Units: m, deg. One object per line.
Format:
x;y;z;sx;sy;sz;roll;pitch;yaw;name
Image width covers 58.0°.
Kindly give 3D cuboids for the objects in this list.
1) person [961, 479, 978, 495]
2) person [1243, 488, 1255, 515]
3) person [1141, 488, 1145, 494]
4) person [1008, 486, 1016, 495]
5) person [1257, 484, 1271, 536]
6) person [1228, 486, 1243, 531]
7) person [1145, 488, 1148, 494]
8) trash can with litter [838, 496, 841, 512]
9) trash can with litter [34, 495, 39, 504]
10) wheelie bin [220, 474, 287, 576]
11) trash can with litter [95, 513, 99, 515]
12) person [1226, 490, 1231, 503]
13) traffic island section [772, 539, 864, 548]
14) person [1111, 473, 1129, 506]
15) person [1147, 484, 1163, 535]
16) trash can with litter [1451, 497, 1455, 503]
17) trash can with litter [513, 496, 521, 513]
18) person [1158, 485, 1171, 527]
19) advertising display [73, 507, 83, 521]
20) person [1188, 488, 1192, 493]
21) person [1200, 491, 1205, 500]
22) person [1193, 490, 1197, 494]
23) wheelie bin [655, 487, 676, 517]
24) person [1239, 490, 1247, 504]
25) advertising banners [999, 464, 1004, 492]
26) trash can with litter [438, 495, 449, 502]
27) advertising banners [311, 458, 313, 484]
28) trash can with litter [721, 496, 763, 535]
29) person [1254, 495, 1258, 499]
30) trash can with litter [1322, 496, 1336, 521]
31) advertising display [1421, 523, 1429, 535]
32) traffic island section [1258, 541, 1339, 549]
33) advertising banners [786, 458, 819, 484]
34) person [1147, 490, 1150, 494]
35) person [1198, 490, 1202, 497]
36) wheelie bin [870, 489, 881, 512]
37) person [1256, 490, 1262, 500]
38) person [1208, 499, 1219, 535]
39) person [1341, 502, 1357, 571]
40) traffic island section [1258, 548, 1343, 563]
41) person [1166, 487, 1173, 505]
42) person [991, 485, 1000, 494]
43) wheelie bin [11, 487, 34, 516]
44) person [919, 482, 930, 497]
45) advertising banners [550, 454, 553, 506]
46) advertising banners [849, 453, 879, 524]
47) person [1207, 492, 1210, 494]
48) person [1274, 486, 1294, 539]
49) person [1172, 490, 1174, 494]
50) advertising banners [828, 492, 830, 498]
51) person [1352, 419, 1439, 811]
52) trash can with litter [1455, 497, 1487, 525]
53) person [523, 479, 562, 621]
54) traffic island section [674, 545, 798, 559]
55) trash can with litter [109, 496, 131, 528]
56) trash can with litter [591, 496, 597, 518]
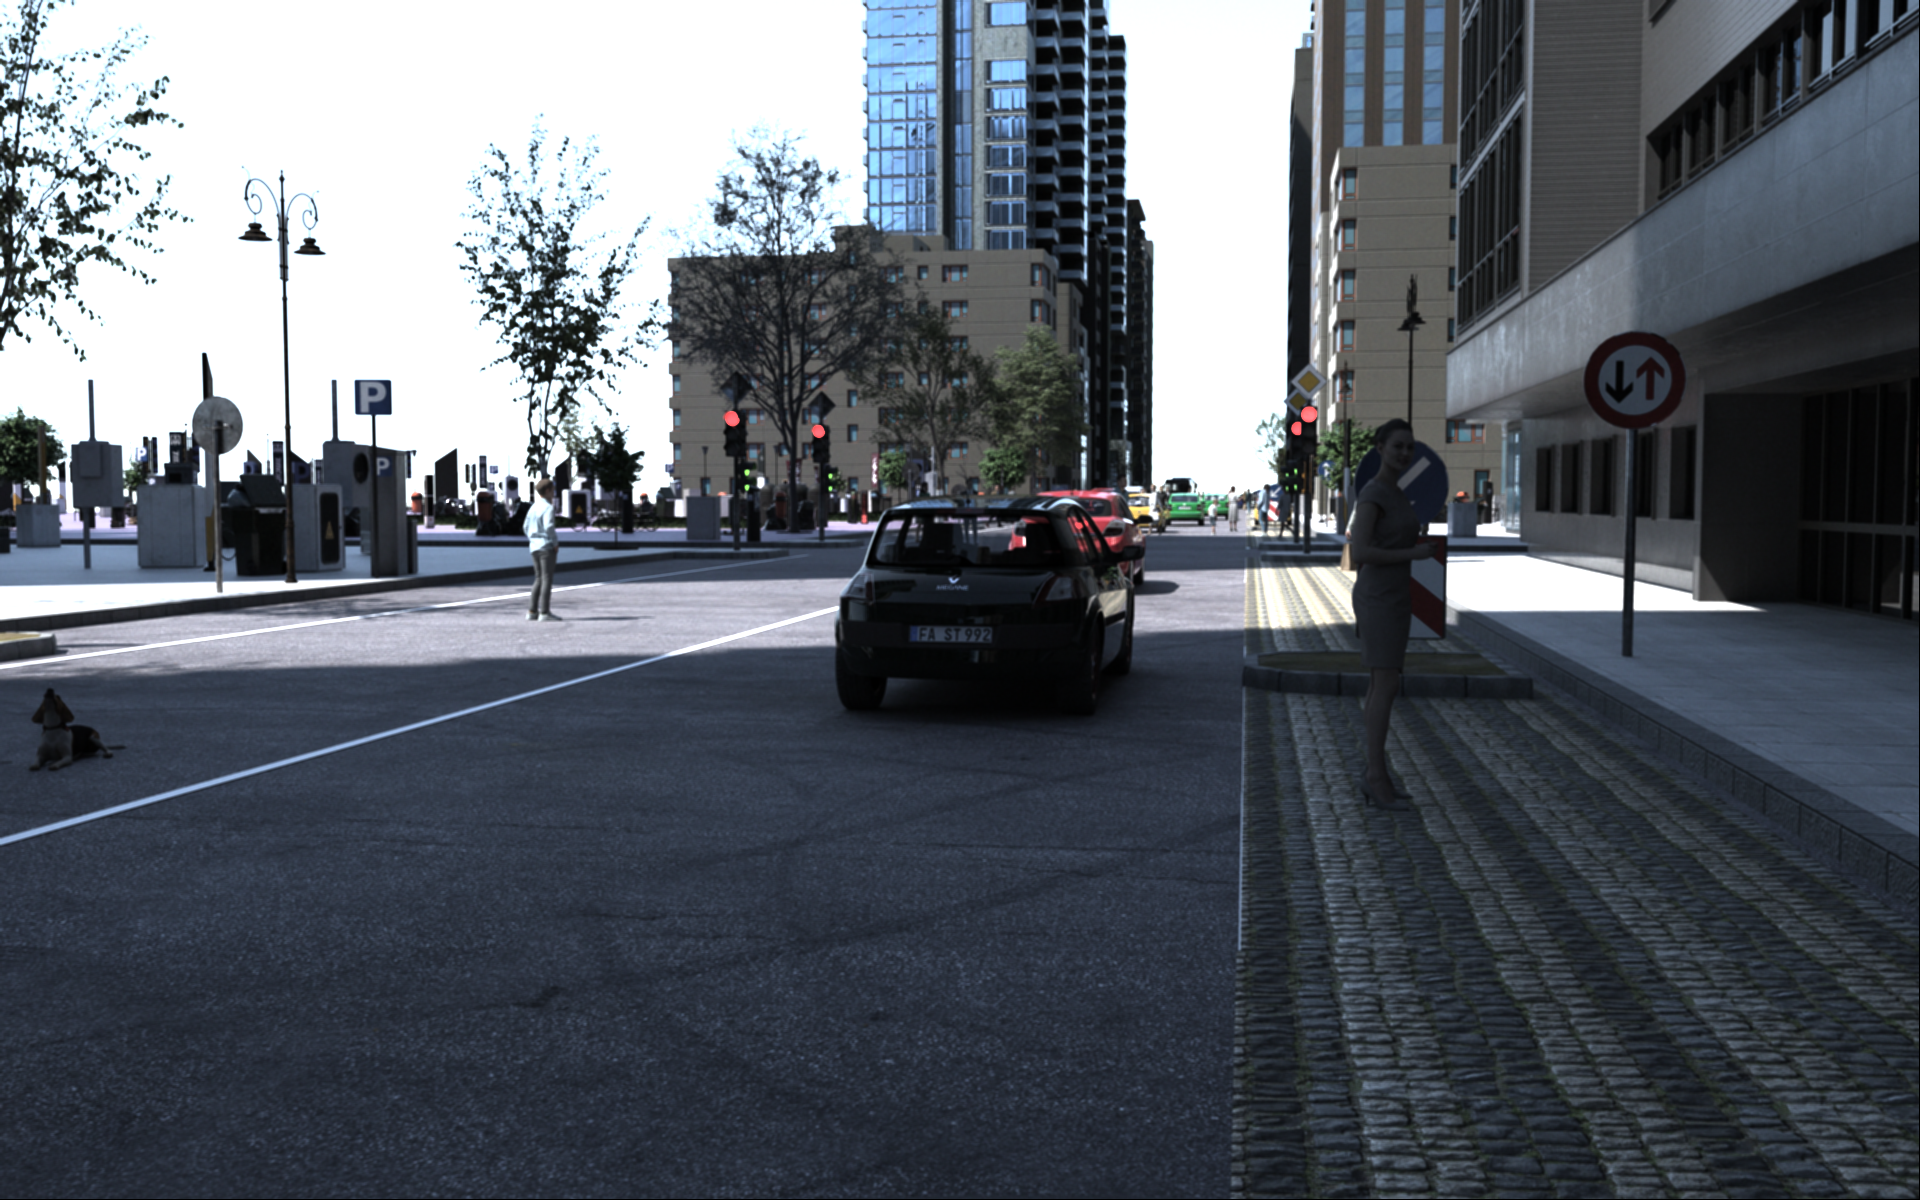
0.306;-2.403;47.566;0.659;1.850;0.755;-1;4;-9;person
19.801;-6.756;118.952;0.794;1.824;0.713;-1;4;-16;person
8.913;-4.619;84.766;0.760;1.731;0.466;-1;4;-9;person
2.578;-4.678;85.106;0.853;1.813;0.709;-3;4;-38;person
10.396;-3.082;59.152;0.793;1.790;0.793;1;4;12;person
10.609;-3.530;66.791;0.480;1.755;0.524;3;5;41;person
12.151;-6.380;112.922;0.767;1.812;0.694;-1;4;-15;person
-6.149;-4.909;91.316;1.678;1.210;2.233;3;5;40;trash can with litter
-59.386;-6.022;109.517;2.233;1.210;1.678;1;4;9;trash can with litter
-11.099;-1.189;27.341;0.693;1.594;0.980;2;4;32;wheelie bin
-52.524;-5.717;104.525;1.678;1.210;2.233;-3;5;-39;trash can with litter
20.643;-7.566;132.751;0.990;1.755;0.434;1;4;15;person
-3.801;-1.535;47.374;2.009;0.180;2.903;1;4;9;traffic island section
2.965;-1.476;32.652;0.620;1.820;0.660;2;4;34;person
6.748;-3.127;59.972;0.624;1.780;0.694;0;4;7;person
21.033;-3.732;72.411;1.055;1.170;0.624;0;4;4;trash can with litter
-28.167;-6.029;109.960;0.624;1.170;1.055;-1;4;-16;trash can with litter
8.467;-4.006;74.218;0.699;1.804;1.509;-1;4;-18;person
-41.172;-4.655;81.318;0.974;1.923;0.123;0;4;5;advertising display
14.105;-5.934;105.795;0.520;1.790;0.573;3;4;39;person
21.879;-9.004;156.423;0.721;1.736;1.217;-1;4;-14;person
20.880;-8.876;153.629;0.705;1.823;1.348;0;4;-6;person
-12.679;-4.064;74.350;0.693;1.594;0.980;3;4;37;wheelie bin
26.045;-9.156;158.287;1.348;1.812;0.705;-2;4;-25;person
2.241;-6.454;101.706;0.090;3.025;2.074;1;4;20;advertising banners
-25.679;-4.671;87.422;2.233;1.210;1.678;-1;4;-11;trash can with litter
-31.734;-5.401;84.496;0.090;3.025;2.074;-1;4;-10;advertising banners
-7.110;-2.680;54.867;1.678;1.210;2.233;-1;4;-8;trash can with litter
27.857;-9.320;161.664;1.217;1.735;0.721;3;4;37;person
18.251;-4.431;83.508;1.678;1.210;2.233;3;5;40;trash can with litter
8.751;-1.677;32.629;0.123;1.923;0.974;1;4;12;advertising display
8.818;-1.407;45.286;2.009;0.180;2.903;1;4;9;traffic island section
-8.044;-5.733;89.930;2.074;3.025;0.090;1;4;13;advertising banners
16.455;-8.712;150.958;0.705;1.821;1.348;-1;4;-17;person
19.825;-8.266;144.364;0.721;1.735;1.217;-3;4;-36;person
-5.111;-5.942;105.052;0.693;1.594;0.980;0;4;-4;wheelie bin
23.904;-7.853;137.680;0.721;1.735;1.217;-1;4;-21;person
8.905;-2.919;60.916;0.352;1.250;0.332;-1;4;-11;person
5.695;-0.930;24.192;0.515;1.767;0.782;-3;4;-36;person
7.513;-0.925;37.408;2.009;0.180;2.903;1;4;9;traffic island section
12.094;-5.635;100.405;0.659;1.850;0.755;2;4;26;person
1.501;-4.043;74.517;0.836;1.842;0.656;0;4;8;person
-43.192;-4.394;79.757;0.693;1.594;0.980;2;4;30;wheelie bin
-1.062;-2.593;51.139;0.529;1.795;0.600;1;4;12;person
-17.680;-4.817;74.943;0.090;3.025;2.074;-1;4;-9;advertising banners
-4.098;-4.760;74.012;0.090;3.025;2.074;-3;5;-41;advertising banners
22.991;-9.149;159.554;0.593;1.643;0.415;-2;4;-35;person
10.209;-2.752;54.250;0.760;1.731;0.466;2;4;27;person
16.170;-7.535;132.235;0.617;1.759;0.750;-2;4;-28;person
-8.608;-6.910;109.171;0.090;3.025;2.074;2;4;31;advertising banners
2.011;0.049;8.046;0.374;1.781;0.599;2;4;32;person
21.114;-3.664;71.299;1.055;1.170;0.624;-1;4;-17;trash can with litter
-4.693;-0.566;19.569;0.330;1.601;0.589;-2;4;-34;person
-5.106;-1.053;39.496;2.009;0.180;2.903;1;4;9;traffic island section
-31.954;-3.328;65.795;0.624;1.170;1.055;-1;4;-18;trash can with litter
-19.533;-4.843;90.571;0.624;1.170;1.055;3;4;38;trash can with litter
